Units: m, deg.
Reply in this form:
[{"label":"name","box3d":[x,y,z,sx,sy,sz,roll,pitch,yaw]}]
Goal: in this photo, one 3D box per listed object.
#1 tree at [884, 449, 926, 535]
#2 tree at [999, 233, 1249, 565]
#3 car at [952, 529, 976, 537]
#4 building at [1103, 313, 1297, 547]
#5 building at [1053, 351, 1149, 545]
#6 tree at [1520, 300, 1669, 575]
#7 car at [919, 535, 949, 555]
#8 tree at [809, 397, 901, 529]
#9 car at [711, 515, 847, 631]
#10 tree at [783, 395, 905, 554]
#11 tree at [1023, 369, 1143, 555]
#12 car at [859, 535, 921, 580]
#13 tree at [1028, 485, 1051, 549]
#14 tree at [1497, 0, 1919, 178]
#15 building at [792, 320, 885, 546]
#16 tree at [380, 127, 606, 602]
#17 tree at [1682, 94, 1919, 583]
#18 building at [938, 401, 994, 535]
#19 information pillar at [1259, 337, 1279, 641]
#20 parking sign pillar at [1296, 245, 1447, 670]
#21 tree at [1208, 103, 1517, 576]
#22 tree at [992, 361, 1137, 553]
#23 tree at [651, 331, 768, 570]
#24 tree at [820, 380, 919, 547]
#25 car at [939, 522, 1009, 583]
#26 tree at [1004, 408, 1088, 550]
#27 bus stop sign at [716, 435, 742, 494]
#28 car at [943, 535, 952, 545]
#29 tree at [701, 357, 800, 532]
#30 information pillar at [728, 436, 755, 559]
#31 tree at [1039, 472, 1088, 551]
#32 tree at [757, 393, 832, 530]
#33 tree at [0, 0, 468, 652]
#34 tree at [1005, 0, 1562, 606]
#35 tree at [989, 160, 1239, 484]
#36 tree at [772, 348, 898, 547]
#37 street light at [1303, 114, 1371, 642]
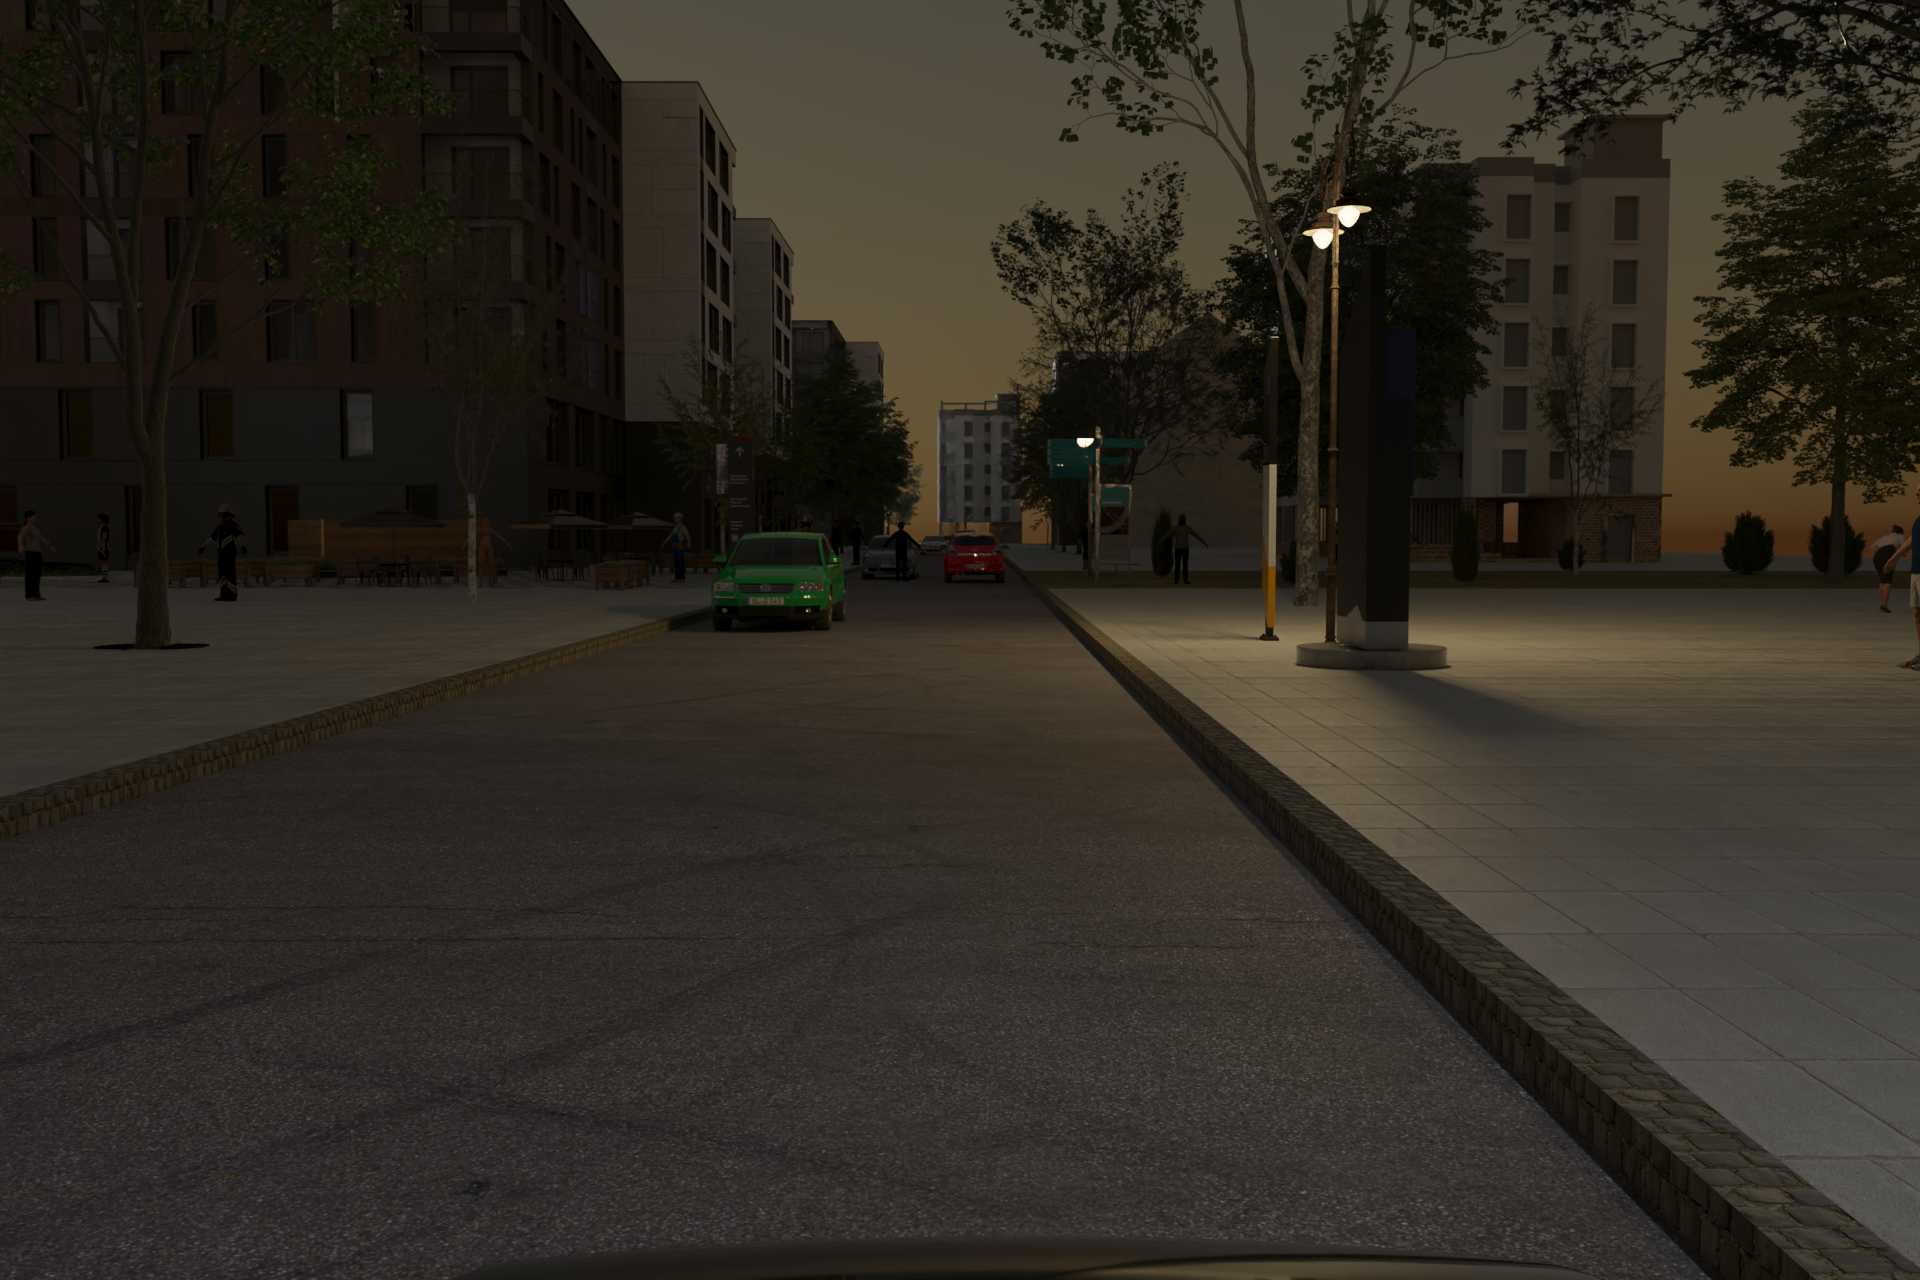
[{"label":"tree","box3d":[-9.568,-19.937,232.629,9.857,13.997,8.962,0,3,0]},{"label":"tree","box3d":[6.837,-9.839,71.244,12.009,13.543,11.850,0,3,0]},{"label":"car","box3d":[0.482,-7.684,134.299,2.281,1.827,5.304,0,4,1]},{"label":"building","box3d":[24.579,-21.409,180.959,19.493,23.208,18.063,0,4,0]},{"label":"building","box3d":[25.039,-22.380,209.883,27.936,21.610,32.646,0,4,1]},{"label":"tree","box3d":[19.389,-6.382,54.701,4.360,8.622,3.978,0,3,0]},{"label":"car","box3d":[-1.813,-6.709,122.053,2.083,1.381,4.827,0,4,0]},{"label":"tree","box3d":[-7.950,-12.413,128.708,9.928,11.665,9.643,0,3,0]},{"label":"car","box3d":[-2.781,-1.120,27.107,1.959,1.807,4.718,0,4,0]},{"label":"tree","box3d":[-7.754,-11.005,114.337,8.767,10.594,7.601,0,4,1]},{"label":"tree","box3d":[7.577,-11.185,108.627,9.928,11.665,9.643,0,3,0]},{"label":"car","box3d":[-2.220,-2.699,56.127,2.014,1.417,4.499,0,4,0]},{"label":"tree","box3d":[7.461,-12.057,147.499,4.737,8.622,4.395,0,3,0]},{"label":"tree","box3d":[6.391,-4.638,10.247,7.601,10.594,8.767,-1,4,-11]},{"label":"building","box3d":[-22.640,-20.665,181.853,27.936,21.610,32.646,0,4,0]},{"label":"tree","box3d":[-9.363,-5.006,32.213,4.360,8.622,3.978,0,3,0]},{"label":"tree","box3d":[23.050,-7.781,45.346,7.486,12.596,7.792,0,3,0]},{"label":"building","box3d":[-2.594,-23.092,236.422,11.380,20.090,16.016,-1,4,-8]},{"label":"information pillar","box3d":[3.737,-1.807,20.893,0.183,3.616,0.504,0,4,1]},{"label":"parking sign pillar","box3d":[4.038,-1.739,16.902,1.447,3.967,1.447,0,4,0]},{"label":"tree","box3d":[11.837,-8.949,52.979,9.857,13.997,8.962,0,3,0]},{"label":"tree","box3d":[7.367,-12.863,120.677,12.009,13.543,11.850,0,3,0]},{"label":"tree","box3d":[-8.752,-6.834,62.092,4.737,8.622,4.395,0,3,0]},{"label":"tree","box3d":[-7.935,-14.169,138.315,9.857,13.997,8.962,0,3,0]},{"label":"car","box3d":[0.425,-2.632,52.078,2.155,1.783,4.494,0,3,0]},{"label":"tree","box3d":[7.427,-13.611,140.659,7.486,12.596,7.792,0,3,0]},{"label":"bus stop sign","box3d":[-6.145,-3.553,46.800,0.855,3.939,0.416,0,4,3]},{"label":"car","box3d":[-0.999,-8.002,143.416,1.945,1.354,3.894,0,4,1]},{"label":"tree","box3d":[-8.017,-7.401,71.372,4.360,8.622,3.978,0,3,0]},{"label":"information pillar","box3d":[-5.813,-3.473,46.166,0.750,3.857,0.750,0,4,0]},{"label":"tree","box3d":[7.635,-11.129,132.318,4.737,8.622,4.395,0,3,0]},{"label":"tree","box3d":[-8.553,-8.582,90.671,4.737,8.622,4.395,0,3,0]},{"label":"tree","box3d":[-8.962,-5.700,18.955,9.928,11.665,9.643,0,3,0]},{"label":"tree","box3d":[5.806,-10.764,31.884,12.611,20.169,13.585,0,3,0]},{"label":"tree","box3d":[8.397,-14.164,87.469,12.611,20.169,13.585,0,3,0]},{"label":"tree","box3d":[-7.630,-11.461,105.516,7.486,12.596,7.792,0,3,0]},{"label":"street light","box3d":[4.248,-2.868,19.684,0.468,5.910,1.993,0,4,1]}]
